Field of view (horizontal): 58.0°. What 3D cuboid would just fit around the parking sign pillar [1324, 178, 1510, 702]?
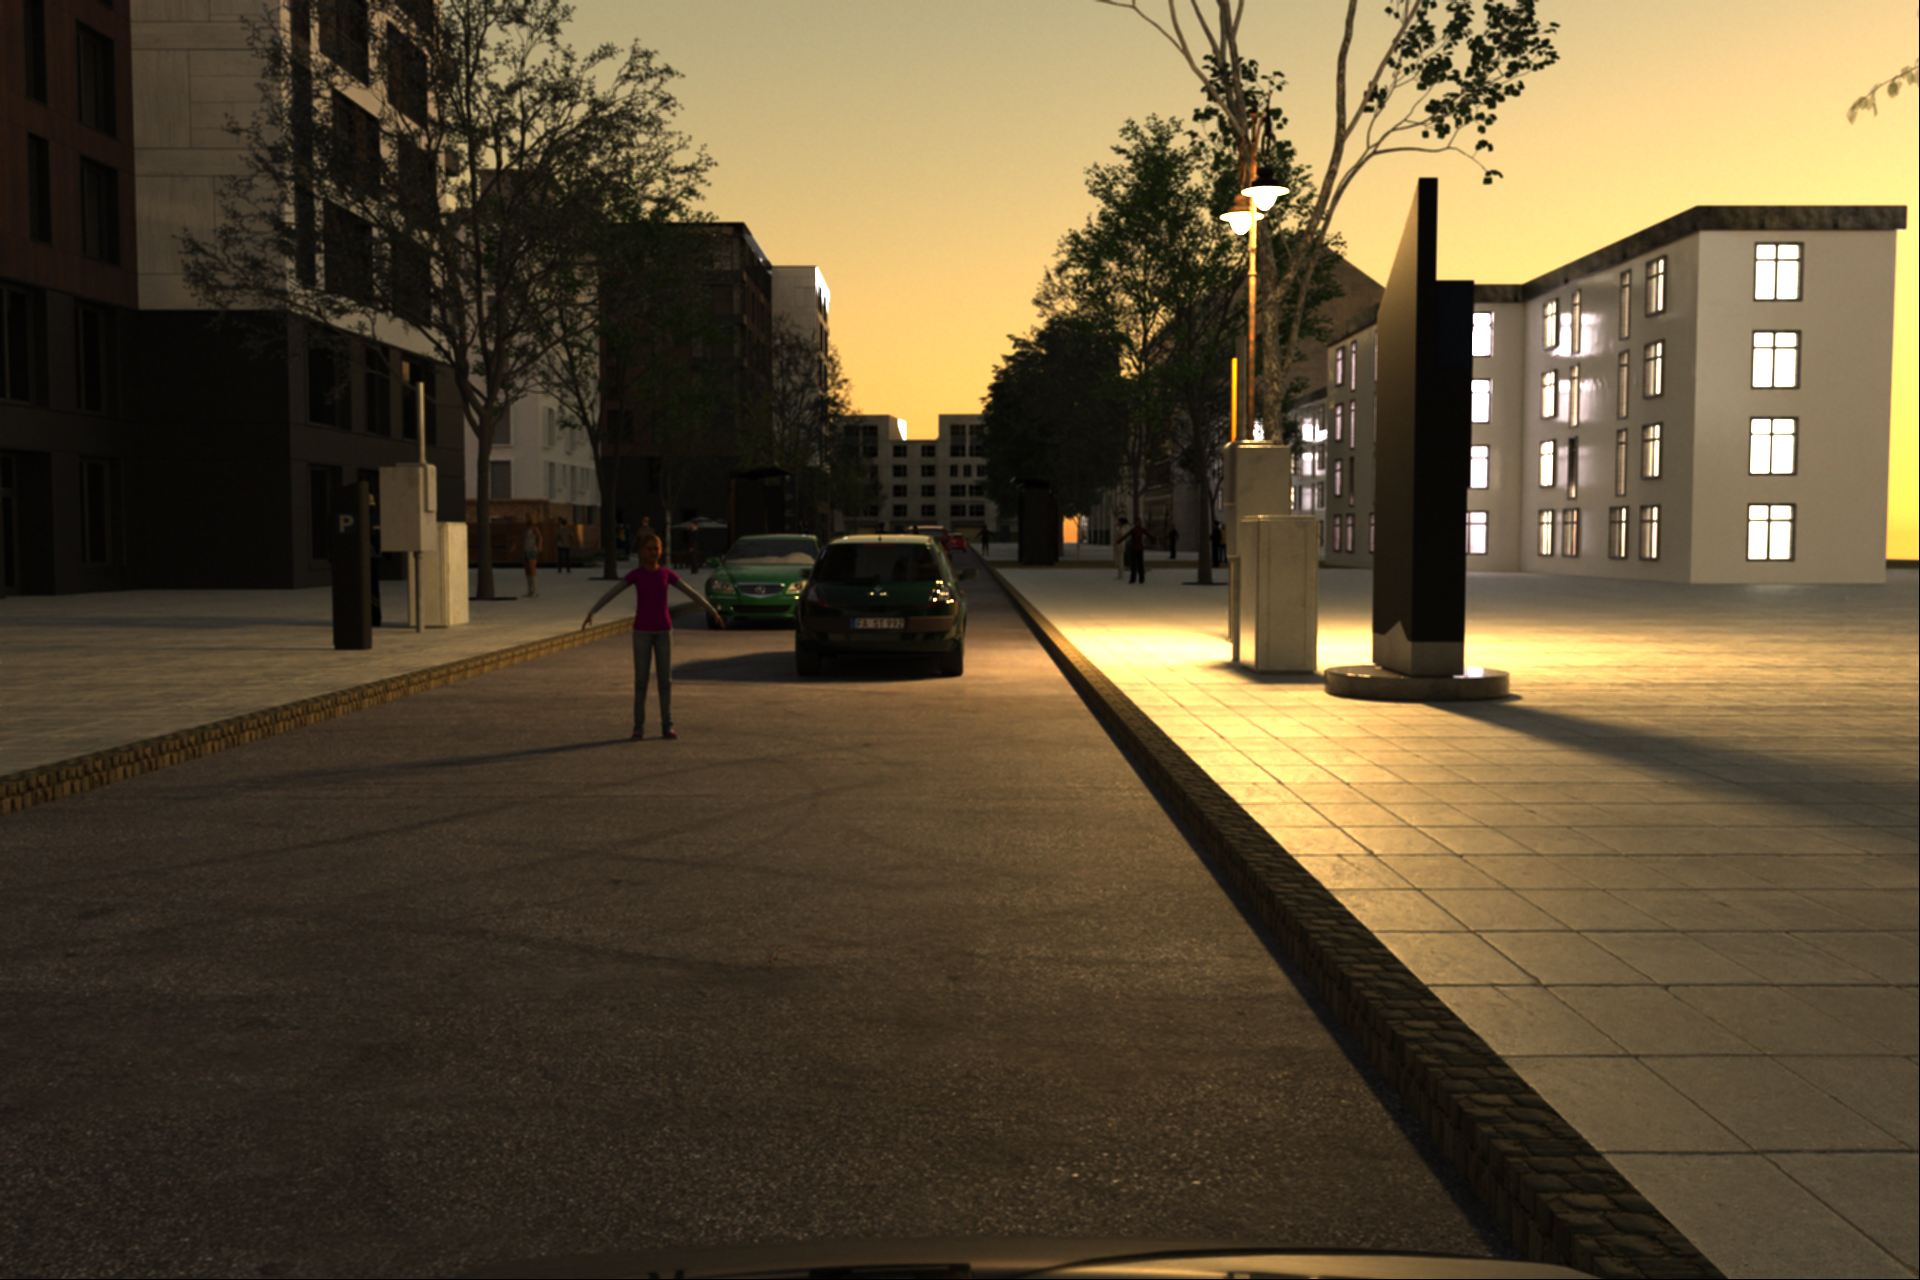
[{"bbox_3d":[3.675,-1.552,13.849,1.447,3.967,1.447,0,4,0],"label":"parking sign pillar"}]

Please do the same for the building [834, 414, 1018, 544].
[{"bbox_3d":[-2.172,-24.035,261.882,31.486,18.905,16.747,0,4,7],"label":"building"}]

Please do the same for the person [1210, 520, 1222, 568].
[{"bbox_3d":[9.800,-3.690,66.523,0.705,1.806,1.347,2,4,29],"label":"person"}]

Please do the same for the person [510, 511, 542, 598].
[{"bbox_3d":[-8.753,-1.737,35.015,0.721,1.753,1.214,-3,5,-42],"label":"person"}]

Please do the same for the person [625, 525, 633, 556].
[{"bbox_3d":[-19.338,-5.803,101.007,0.704,1.817,1.347,-3,4,-39],"label":"person"}]

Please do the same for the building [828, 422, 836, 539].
[{"bbox_3d":[-27.071,-24.712,234.964,19.493,23.208,18.063,0,4,1],"label":"building"}]

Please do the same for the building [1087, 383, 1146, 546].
[{"bbox_3d":[24.943,-20.858,207.480,16.747,18.905,31.486,0,4,0],"label":"building"}]

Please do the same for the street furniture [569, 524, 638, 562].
[{"bbox_3d":[-18.478,-4.551,81.259,9.812,1.723,11.010,1,4,12],"label":"street furniture"}]

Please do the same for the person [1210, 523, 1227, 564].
[{"bbox_3d":[11.397,-4.200,75.130,1.216,1.772,0.721,-1,4,-12],"label":"person"}]

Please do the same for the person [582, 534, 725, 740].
[{"bbox_3d":[-2.135,-0.021,12.072,0.991,1.433,0.599,-1,4,-17],"label":"person"}]

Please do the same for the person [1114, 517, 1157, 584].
[{"bbox_3d":[4.566,-2.332,44.942,1.215,1.729,0.721,-1,4,-20],"label":"person"}]

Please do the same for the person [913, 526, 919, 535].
[{"bbox_3d":[-1.966,-4.077,75.349,0.704,1.802,1.346,1,4,14],"label":"person"}]

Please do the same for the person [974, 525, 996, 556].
[{"bbox_3d":[1.513,-5.945,103.334,1.346,1.812,0.704,0,4,2],"label":"person"}]

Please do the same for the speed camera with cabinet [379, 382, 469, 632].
[{"bbox_3d":[-7.223,-1.775,23.356,0.660,3.252,2.038,0,4,0],"label":"speed camera with cabinet"}]

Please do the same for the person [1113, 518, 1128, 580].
[{"bbox_3d":[4.436,-2.569,48.766,0.721,1.739,1.217,1,4,10],"label":"person"}]

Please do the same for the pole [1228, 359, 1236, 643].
[{"bbox_3d":[3.249,-1.618,20.292,0.158,3.312,0.155,0,3,0],"label":"pole"}]

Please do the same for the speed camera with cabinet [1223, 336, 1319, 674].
[{"bbox_3d":[2.994,-1.369,16.715,0.660,3.252,2.038,0,4,0],"label":"speed camera with cabinet"}]

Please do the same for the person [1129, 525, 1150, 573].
[{"bbox_3d":[5.906,-3.105,56.674,0.599,1.838,0.709,-3,4,-36],"label":"person"}]

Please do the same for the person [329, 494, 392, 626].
[{"bbox_3d":[-8.232,-1.108,23.977,0.704,1.845,1.351,1,4,15],"label":"person"}]

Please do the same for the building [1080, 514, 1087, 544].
[{"bbox_3d":[26.095,-24.629,233.607,19.493,23.208,18.063,0,4,0],"label":"building"}]

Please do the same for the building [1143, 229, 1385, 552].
[{"bbox_3d":[24.586,-18.555,134.299,19.493,23.208,18.063,0,4,0],"label":"building"}]

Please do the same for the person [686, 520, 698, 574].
[{"bbox_3d":[-8.746,-3.021,56.231,0.742,1.727,0.445,3,5,42],"label":"person"}]

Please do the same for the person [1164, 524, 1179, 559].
[{"bbox_3d":[10.967,-5.092,89.483,0.704,1.802,1.346,-2,4,-25],"label":"person"}]

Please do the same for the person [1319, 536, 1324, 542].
[{"bbox_3d":[16.407,-4.566,80.509,1.347,1.847,0.705,-3,5,-39],"label":"person"}]

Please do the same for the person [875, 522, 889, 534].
[{"bbox_3d":[-2.662,-3.097,59.032,1.347,1.837,0.705,1,4,12],"label":"person"}]

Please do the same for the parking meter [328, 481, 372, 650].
[{"bbox_3d":[-6.768,-0.826,19.211,0.399,1.863,0.255,0,4,0],"label":"parking meter"}]

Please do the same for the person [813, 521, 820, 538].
[{"bbox_3d":[-5.896,-3.954,70.782,0.705,1.813,1.348,-1,4,-14],"label":"person"}]

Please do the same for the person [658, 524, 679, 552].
[{"bbox_3d":[-16.001,-5.413,94.643,1.345,1.843,0.704,-2,4,-24],"label":"person"}]

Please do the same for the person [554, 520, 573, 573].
[{"bbox_3d":[-13.201,-3.131,57.759,0.617,1.759,0.750,-1,4,-10],"label":"person"}]

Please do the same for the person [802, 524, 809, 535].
[{"bbox_3d":[-7.156,-4.410,78.825,0.721,1.740,1.216,-2,4,-34],"label":"person"}]

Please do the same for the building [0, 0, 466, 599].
[{"bbox_3d":[-29.323,-11.818,37.205,27.936,21.610,32.646,0,3,0],"label":"building"}]

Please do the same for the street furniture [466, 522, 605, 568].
[{"bbox_3d":[-16.779,-3.800,68.990,9.812,1.723,11.010,0,4,-7],"label":"street furniture"}]

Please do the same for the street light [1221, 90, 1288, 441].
[{"bbox_3d":[3.141,-2.807,18.678,0.468,5.910,1.993,0,4,0],"label":"street light"}]

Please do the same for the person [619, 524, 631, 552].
[{"bbox_3d":[-19.099,-5.612,97.718,1.349,1.833,0.705,2,4,27],"label":"person"}]

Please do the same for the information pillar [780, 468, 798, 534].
[{"bbox_3d":[-6.723,-4.816,68.125,0.750,3.857,0.750,0,4,0],"label":"information pillar"}]

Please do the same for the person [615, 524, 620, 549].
[{"bbox_3d":[-18.868,-5.481,95.399,0.705,1.856,1.354,-1,4,-15],"label":"person"}]

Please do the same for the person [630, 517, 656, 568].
[{"bbox_3d":[-8.780,-2.539,48.115,0.990,1.755,0.434,-3,5,-41],"label":"person"}]
